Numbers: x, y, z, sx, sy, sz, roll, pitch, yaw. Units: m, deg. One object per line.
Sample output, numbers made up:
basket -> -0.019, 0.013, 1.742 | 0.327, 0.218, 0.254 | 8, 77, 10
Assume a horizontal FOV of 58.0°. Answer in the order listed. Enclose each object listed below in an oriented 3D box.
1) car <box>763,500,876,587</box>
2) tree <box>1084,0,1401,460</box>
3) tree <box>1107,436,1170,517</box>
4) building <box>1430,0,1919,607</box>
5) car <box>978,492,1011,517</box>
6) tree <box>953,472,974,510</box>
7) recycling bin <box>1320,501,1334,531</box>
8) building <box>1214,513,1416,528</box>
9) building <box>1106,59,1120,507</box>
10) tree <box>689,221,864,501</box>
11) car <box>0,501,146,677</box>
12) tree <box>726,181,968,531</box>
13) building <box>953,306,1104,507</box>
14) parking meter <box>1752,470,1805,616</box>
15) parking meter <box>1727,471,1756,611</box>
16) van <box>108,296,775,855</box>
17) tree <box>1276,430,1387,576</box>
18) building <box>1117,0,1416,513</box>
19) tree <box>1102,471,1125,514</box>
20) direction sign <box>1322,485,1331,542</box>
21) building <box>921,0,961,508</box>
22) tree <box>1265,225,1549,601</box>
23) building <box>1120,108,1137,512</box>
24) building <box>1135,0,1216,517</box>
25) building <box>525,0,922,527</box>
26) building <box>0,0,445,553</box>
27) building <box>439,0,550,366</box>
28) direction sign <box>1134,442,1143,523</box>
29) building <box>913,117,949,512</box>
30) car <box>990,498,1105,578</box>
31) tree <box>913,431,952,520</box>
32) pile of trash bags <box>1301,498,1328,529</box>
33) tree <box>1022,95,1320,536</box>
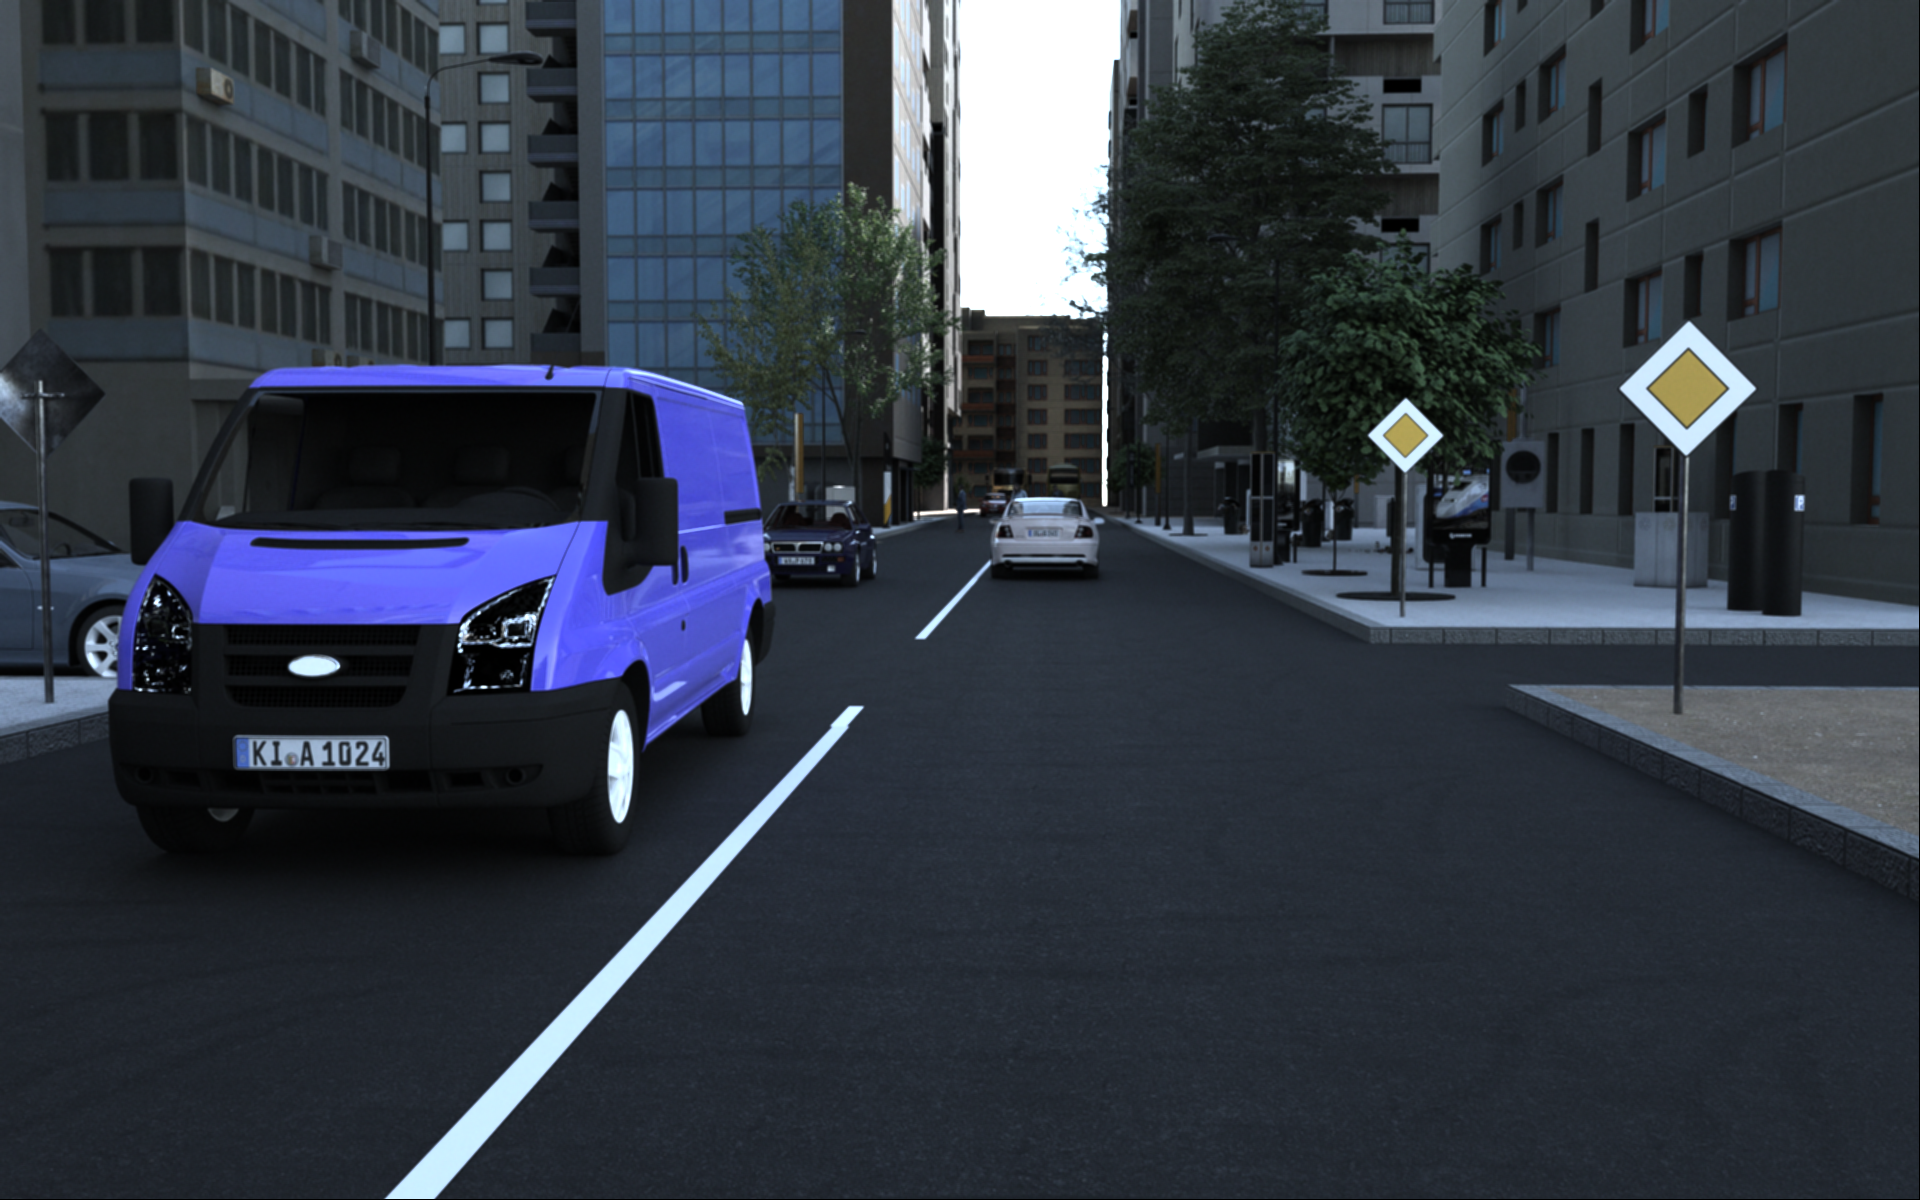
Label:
car -> -2.359, -0.945, 28.033 | 1.945, 1.354, 3.894 | 0, 4, 3
tree -> 6.598, -7.449, 39.914 | 7.486, 12.596, 7.792 | 0, 3, 0
tree -> 9.785, -6.868, 95.999 | 4.285, 4.588, 4.351 | 0, 3, 0
building -> 26.038, -11.358, 30.750 | 28.899, 21.520, 27.650 | 0, 4, 3
car -> 2.244, -6.157, 109.713 | 2.155, 1.783, 4.494 | 0, 4, 4
tree -> 0.013, -8.796, 138.408 | 1.663, 3.219, 1.824 | 0, 3, 0
recycling bin -> 12.866, -2.974, 61.175 | 0.722, 1.027, 0.722 | 2, 4, 31
building -> 23.926, -29.873, 77.668 | 28.713, 52.752, 27.495 | 0, 4, 3
building -> 26.510, -34.371, 185.667 | 21.600, 48.544, 21.300 | 0, 4, 3
tree -> -4.742, -5.864, 46.233 | 4.737, 8.622, 4.395 | 0, 3, 0
car -> -7.649, -0.095, 13.548 | 4.499, 1.417, 2.014 | 0, 4, 1
tree -> -3.726, -8.160, 59.175 | 9.928, 11.665, 9.643 | 0, 3, 0
building -> 1.020, -21.232, 192.190 | 28.899, 21.520, 27.650 | 0, 4, 3
parking meter -> 8.706, -0.605, 18.306 | 0.372, 1.533, 0.369 | 0, 3, 0
parking meter -> 8.688, -0.654, 19.107 | 0.372, 1.533, 0.369 | 0, 3, 0
van -> -2.223, -0.262, 8.674 | 2.240, 2.365, 5.245 | 0, 4, 1
tree -> 6.092, -2.010, 27.471 | 1.663, 3.219, 1.824 | 0, 3, 0
building -> 27.888, -34.464, 152.723 | 28.713, 52.752, 27.495 | 0, 4, 3
tree -> 10.204, -7.340, 114.617 | 1.663, 3.219, 1.824 | 0, 3, 0
direction sign -> 9.794, -3.338, 46.574 | 0.876, 3.537, 0.379 | 3, 5, 44
building -> -13.502, -34.564, 154.358 | 27.495, 52.752, 28.713 | 0, 4, 3
tree -> 5.399, -2.296, 21.261 | 4.285, 4.588, 4.351 | 0, 3, 0
building -> 19.279, -22.085, 132.787 | 14.160, 30.474, 14.107 | 0, 4, 3
building -> 21.863, -34.779, 110.642 | 21.231, 58.520, 28.212 | 0, 4, 3
building -> -9.043, -25.814, 72.162 | 14.600, 45.320, 14.200 | 0, 4, 3
building -> -23.564, -20.745, 31.065 | 32.217, 40.220, 23.993 | 0, 4, 3
building -> -16.001, -31.741, 108.198 | 28.713, 52.752, 27.495 | 0, 4, 3
direction sign -> 7.856, -5.144, 76.109 | 0.379, 3.537, 0.876 | 0, 4, 1
building -> -8.324, -21.869, 129.258 | 14.160, 30.474, 14.107 | 0, 4, 3
car -> 1.542, -1.132, 30.873 | 2.083, 1.381, 4.827 | 0, 4, 4
tree -> -2.793, -6.651, 92.461 | 4.285, 4.588, 4.351 | 0, 3, 0
pile of trash bags -> 12.375, -3.311, 63.887 | 3.447, 1.369, 1.912 | 0, 4, 5
tree -> 7.009, -8.737, 53.212 | 12.009, 13.543, 11.850 | 0, 3, 0
